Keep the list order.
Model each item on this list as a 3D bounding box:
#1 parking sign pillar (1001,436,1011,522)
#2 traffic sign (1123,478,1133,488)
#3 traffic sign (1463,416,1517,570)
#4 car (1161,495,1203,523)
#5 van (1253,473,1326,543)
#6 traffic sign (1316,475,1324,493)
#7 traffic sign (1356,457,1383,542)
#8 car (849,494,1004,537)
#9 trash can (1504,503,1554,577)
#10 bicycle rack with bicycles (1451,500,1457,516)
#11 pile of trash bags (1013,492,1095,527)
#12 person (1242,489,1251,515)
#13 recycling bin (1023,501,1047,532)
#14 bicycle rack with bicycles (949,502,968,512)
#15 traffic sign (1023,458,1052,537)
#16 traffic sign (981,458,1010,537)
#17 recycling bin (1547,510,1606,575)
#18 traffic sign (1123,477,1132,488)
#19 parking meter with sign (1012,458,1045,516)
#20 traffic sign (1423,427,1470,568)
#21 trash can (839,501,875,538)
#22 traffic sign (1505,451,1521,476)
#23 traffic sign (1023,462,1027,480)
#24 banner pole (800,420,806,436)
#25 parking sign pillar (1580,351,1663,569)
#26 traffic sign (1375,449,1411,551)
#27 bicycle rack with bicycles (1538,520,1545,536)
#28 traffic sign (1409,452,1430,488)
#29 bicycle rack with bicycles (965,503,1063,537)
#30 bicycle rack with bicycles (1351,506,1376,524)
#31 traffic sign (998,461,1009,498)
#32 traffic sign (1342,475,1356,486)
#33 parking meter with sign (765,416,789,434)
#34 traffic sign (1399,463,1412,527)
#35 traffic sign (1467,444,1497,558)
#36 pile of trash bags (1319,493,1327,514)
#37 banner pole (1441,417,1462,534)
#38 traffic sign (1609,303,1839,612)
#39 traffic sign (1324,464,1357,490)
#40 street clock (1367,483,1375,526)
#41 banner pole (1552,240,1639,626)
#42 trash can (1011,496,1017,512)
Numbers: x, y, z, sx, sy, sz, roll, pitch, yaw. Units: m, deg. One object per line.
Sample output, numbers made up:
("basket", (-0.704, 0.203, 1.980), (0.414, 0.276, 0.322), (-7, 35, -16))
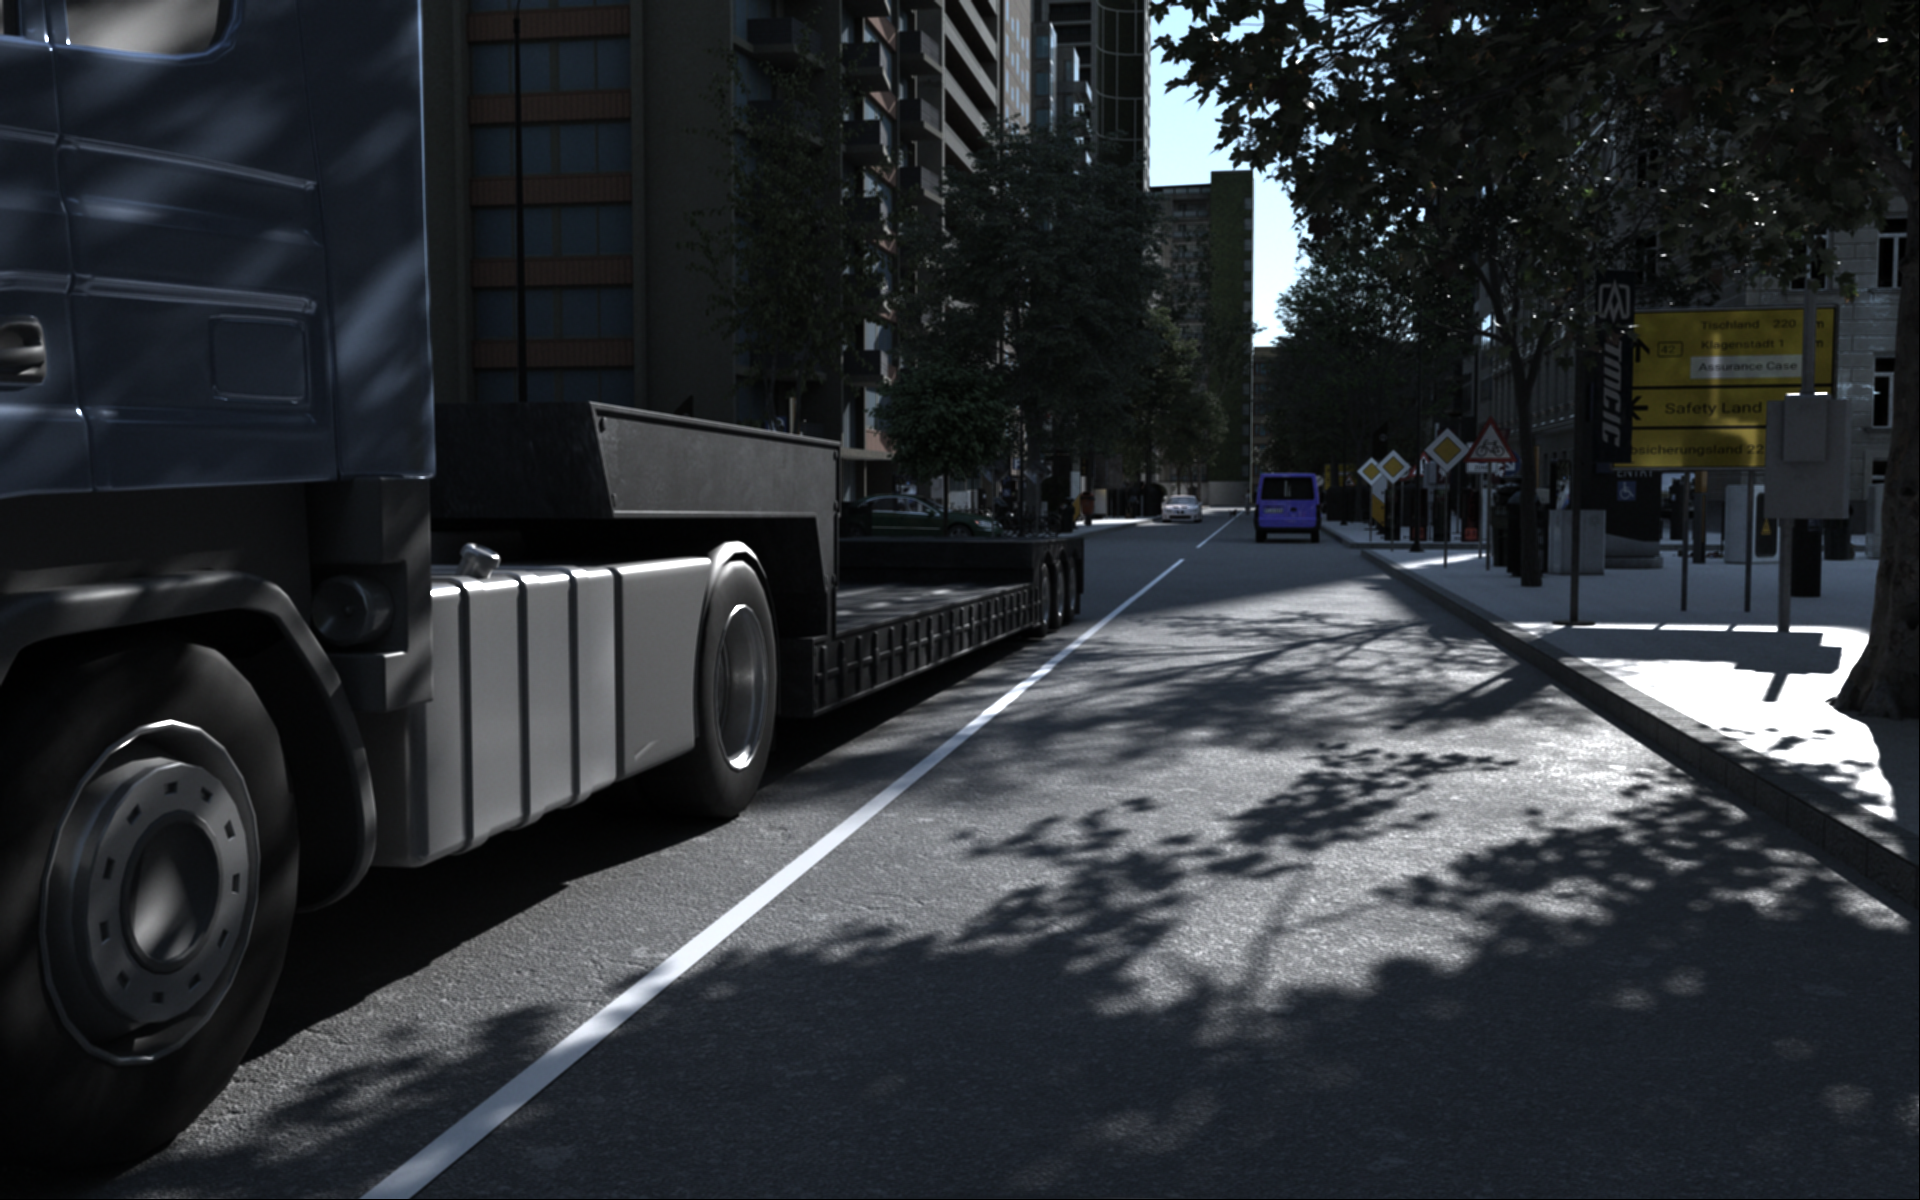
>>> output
("parking sign pillar", (2.136, -5.597, 79.977), (1.447, 3.967, 1.447), (0, 4, 0))
("traffic sign", (10.939, -6.766, 112.753), (0.606, 2.300, 0.079), (1, 4, 11))
("traffic sign", (8.878, -1.777, 29.062), (0.884, 2.594, 0.081), (1, 4, 10))
("car", (11.257, -4.601, 87.580), (2.083, 1.381, 4.827), (1, 4, 10))
("van", (9.992, -2.954, 52.681), (2.240, 2.365, 5.245), (1, 4, 11))
("traffic sign", (24.154, -7.140, 116.838), (0.768, 2.556, 0.104), (1, 4, 13))
("traffic sign", (11.057, -2.627, 46.597), (0.795, 2.450, 0.064), (1, 4, 10))
("car", (-1.300, -2.053, 45.370), (4.920, 1.459, 2.131), (1, 4, 10))
("trash can", (8.822, -0.932, 26.898), (0.748, 1.137, 0.748), (0, 3, 0))
("bicycle rack with bicycles", (30.847, -5.606, 105.044), (2.852, 0.926, 2.925), (-1, 4, -17))
("pile of trash bags", (3.661, -3.598, 68.586), (3.447, 1.369, 1.912), (1, 4, 15))
("person", (19.446, -6.631, 117.493), (0.524, 1.755, 0.480), (-2, 4, -33))
("recycling bin", (2.515, -2.836, 58.928), (0.722, 1.027, 0.722), (-1, 4, -21))
("bicycle rack with bicycles", (0.082, -3.714, 74.110), (2.925, 0.926, 2.852), (0, 4, -7))
("traffic sign", (2.152, -2.724, 48.177), (0.795, 2.450, 0.064), (1, 4, 10))
("traffic sign", (0.770, -2.243, 40.312), (0.795, 2.450, 0.064), (1, 4, 10))
("recycling bin", (9.842, -0.928, 27.725), (0.722, 1.027, 0.722), (0, 4, -3))
("traffic sign", (10.672, -6.737, 111.340), (0.795, 2.450, 0.064), (1, 4, 13))
("parking meter with sign", (3.513, -5.653, 88.693), (1.738, 3.016, 0.543), (-3, 4, -37))
("traffic sign", (8.423, -1.762, 29.998), (0.795, 2.450, 0.064), (1, 4, 10))
("trash can", (-2.020, -1.355, 33.813), (0.748, 1.137, 0.748), (0, 3, 0))
("traffic sign", (15.808, -3.056, 50.071), (0.768, 2.556, 0.104), (1, 4, 15))
("traffic sign", (2.539, -3.870, 63.388), (0.768, 2.556, 0.104), (1, 4, 18))
("banner pole", (-5.305, -4.181, 58.383), (0.401, 3.779, 0.863), (0, 4, 8))
("parking sign pillar", (11.532, -2.552, 30.205), (1.447, 3.967, 1.447), (0, 4, -7))
("traffic sign", (9.675, -2.146, 38.732), (0.795, 2.450, 0.064), (1, 4, 10))
("bicycle rack with bicycles", (18.178, -2.474, 53.830), (2.925, 0.926, 2.852), (0, 4, -4))
("traffic sign", (14.170, -3.240, 52.981), (0.884, 2.594, 0.081), (1, 4, 17))
("bicycle rack with bicycles", (1.733, -2.341, 51.659), (2.925, 0.926, 2.852), (0, 4, -2))
("bicycle rack with bicycles", (18.233, -3.763, 74.906), (2.852, 0.926, 2.925), (-2, 4, -24))
("traffic sign", (1.421, -3.894, 63.779), (0.768, 2.556, 0.104), (1, 4, 16))
("traffic sign", (25.402, -6.919, 113.125), (0.884, 2.594, 0.081), (1, 4, 14))
("parking meter with sign", (-4.423, -2.561, 38.132), (0.543, 3.016, 1.738), (1, 4, 23))
("traffic sign", (17.283, -4.135, 67.711), (0.768, 2.556, 0.104), (1, 4, 14))
("traffic sign", (10.358, -1.975, 34.420), (0.606, 2.300, 0.079), (1, 4, 11))
("pile of trash bags", (23.885, -6.414, 114.616), (1.912, 1.369, 3.447), (1, 4, 15))
("banner pole", (15.954, -4.047, 56.185), (0.863, 3.779, 0.401), (3, 5, 40))
("traffic sign", (8.270, -1.528, 18.854), (2.265, 3.308, 0.079), (1, 4, 15))
("traffic sign", (25.601, -7.488, 116.307), (2.265, 3.308, 0.079), (1, 4, 19))
("street clock", (16.595, -3.985, 69.722), (0.358, 2.002, 0.471), (3, 5, 40))
("banner pole", (6.268, -1.651, 17.015), (0.863, 3.779, 0.401), (-1, 4, -17))
("trash can", (3.568, -6.297, 114.606), (0.748, 1.137, 0.748), (0, 3, 0))
